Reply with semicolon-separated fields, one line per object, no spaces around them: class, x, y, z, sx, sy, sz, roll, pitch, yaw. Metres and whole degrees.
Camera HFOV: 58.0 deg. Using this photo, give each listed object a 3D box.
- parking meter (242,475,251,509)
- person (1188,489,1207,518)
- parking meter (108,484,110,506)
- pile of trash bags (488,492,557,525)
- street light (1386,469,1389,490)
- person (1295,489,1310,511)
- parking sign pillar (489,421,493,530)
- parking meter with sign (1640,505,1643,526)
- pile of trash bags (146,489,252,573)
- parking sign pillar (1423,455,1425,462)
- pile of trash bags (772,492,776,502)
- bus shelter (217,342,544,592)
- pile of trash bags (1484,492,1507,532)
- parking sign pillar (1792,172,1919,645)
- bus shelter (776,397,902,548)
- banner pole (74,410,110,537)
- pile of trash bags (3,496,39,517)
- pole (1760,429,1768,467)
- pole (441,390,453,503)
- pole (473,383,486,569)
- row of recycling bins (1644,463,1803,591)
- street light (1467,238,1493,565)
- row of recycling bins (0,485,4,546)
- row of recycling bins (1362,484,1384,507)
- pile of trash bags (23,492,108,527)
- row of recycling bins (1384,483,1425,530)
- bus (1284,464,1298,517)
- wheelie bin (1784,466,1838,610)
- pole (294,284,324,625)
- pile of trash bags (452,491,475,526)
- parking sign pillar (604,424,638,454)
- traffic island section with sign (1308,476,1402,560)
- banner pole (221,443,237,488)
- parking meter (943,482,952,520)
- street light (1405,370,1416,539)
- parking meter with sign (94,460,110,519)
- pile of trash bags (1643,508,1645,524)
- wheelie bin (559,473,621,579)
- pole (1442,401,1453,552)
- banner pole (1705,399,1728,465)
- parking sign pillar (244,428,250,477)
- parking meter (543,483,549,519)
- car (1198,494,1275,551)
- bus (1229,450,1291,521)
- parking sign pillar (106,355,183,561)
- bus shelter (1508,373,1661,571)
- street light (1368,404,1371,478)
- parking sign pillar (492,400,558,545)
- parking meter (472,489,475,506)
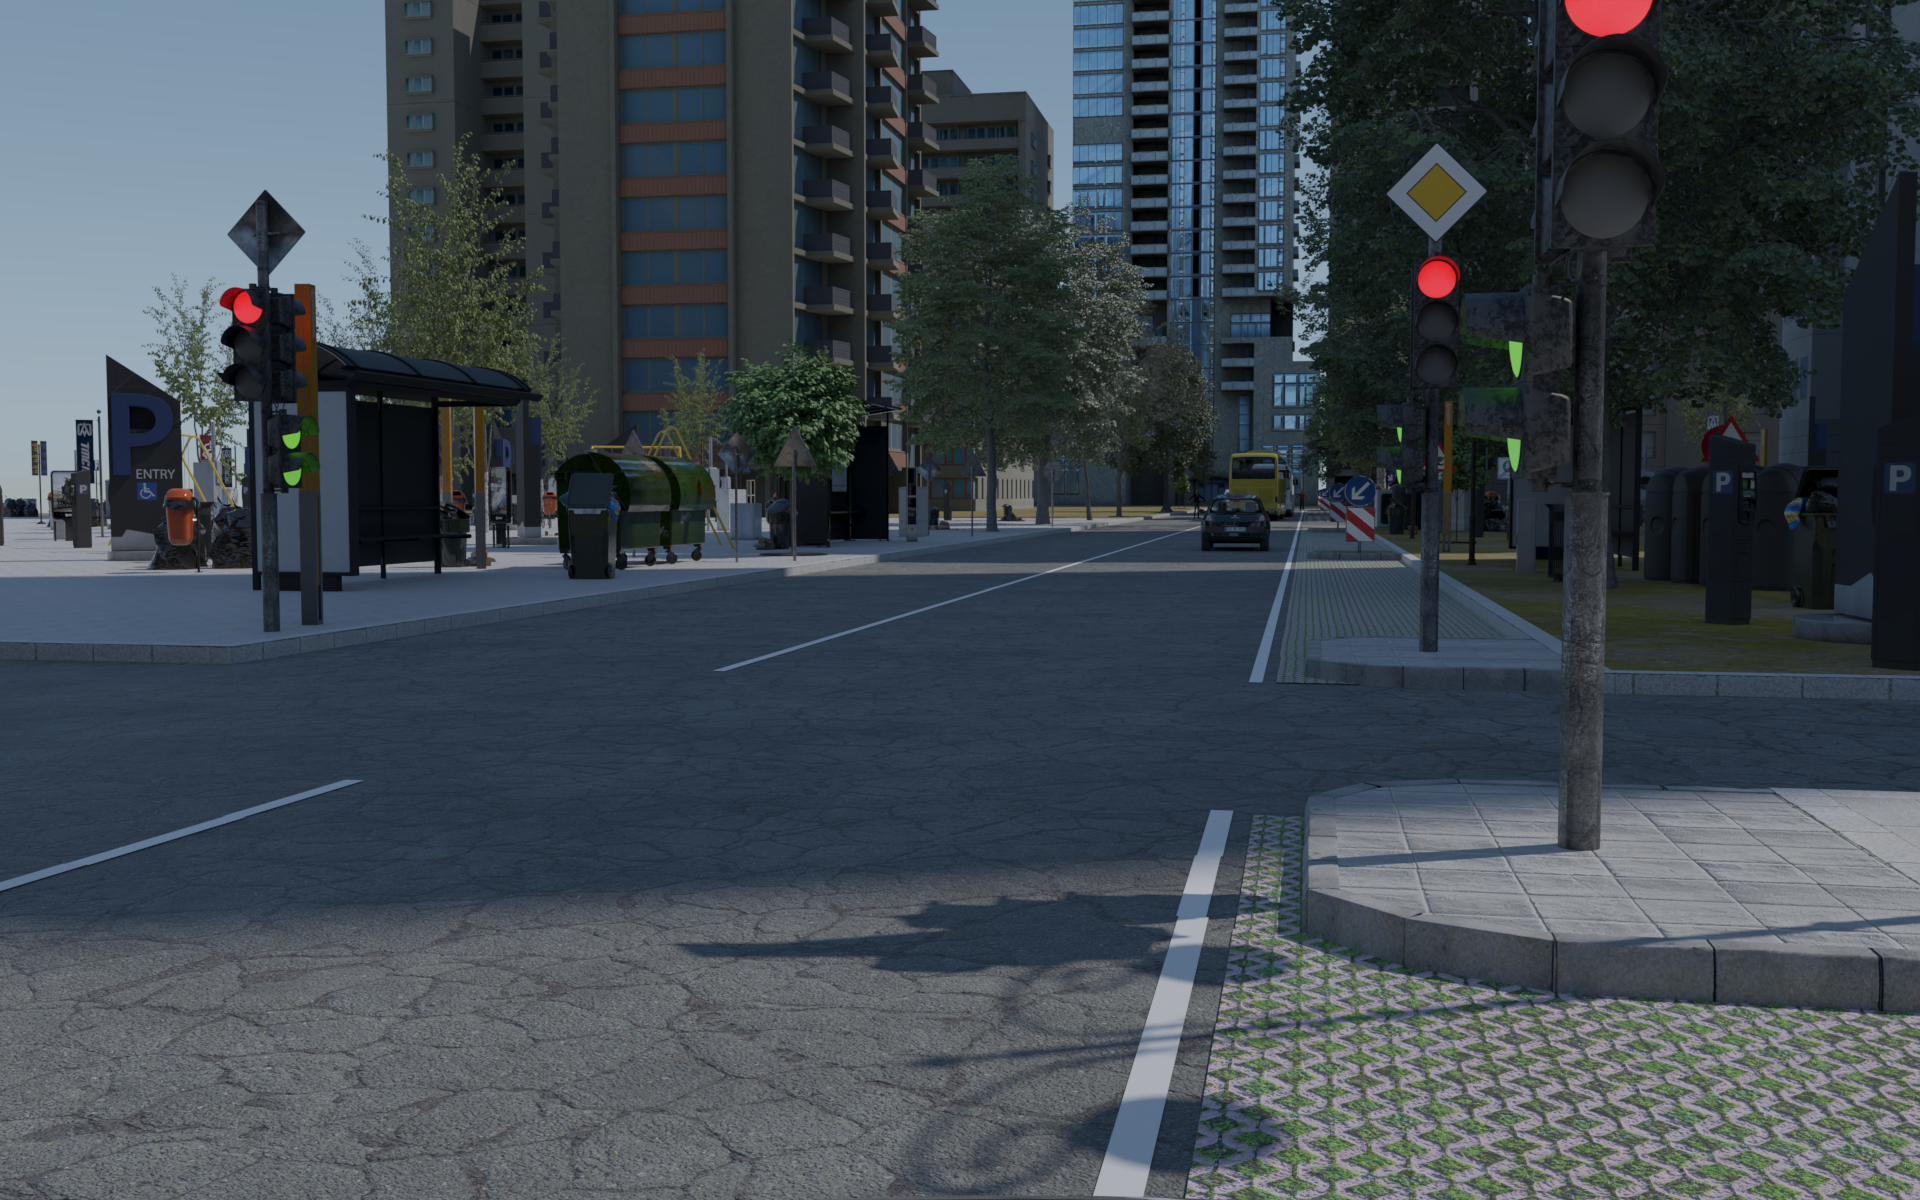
parking meter;-21.942;-2.920;53.459;0.399;1.863;0.255;2;4;29
person;14.001;-5.678;102.164;1.217;1.723;0.721;-1;4;-15
parking meter;-18.728;-2.011;38.597;0.399;1.863;0.255;0;4;-5
pile of trash bags;-18.147;-3.719;70.564;3.447;1.369;1.912;-2;4;-26
street light;16.842;-5.837;68.229;0.468;5.910;1.993;1;4;11
person;29.543;-8.634;149.628;1.348;1.831;0.705;1;4;10
parking sign pillar;-16.313;-4.469;61.545;1.447;3.967;1.447;0;4;1
parking meter with sign;26.631;-4.498;69.806;1.738;3.016;0.543;3;5;42
pile of trash bags;-12.977;-1.218;29.667;1.912;1.369;3.447;-1;4;-11
parking sign pillar;22.967;-5.925;85.339;1.447;3.967;1.447;1;4;15
pile of trash bags;-5.250;-3.312;63.910;3.447;1.369;1.912;1;4;9
bus shelter;-8.194;-1.917;25.262;2.014;3.302;5.546;1;4;11
pile of trash bags;18.800;-3.043;59.501;1.912;1.369;3.447;0;4;-7
parking sign pillar;8.161;-1.635;15.204;1.447;3.967;1.447;1;4;9
bus shelter;-3.025;-3.254;44.479;1.731;3.624;6.357;1;4;11
banner pole;-25.694;-3.746;51.266;0.863;3.779;0.401;-2;4;-25
pile of trash bags;-52.989;-5.259;95.739;1.912;1.369;3.447;3;5;43
pole;25.038;-3.680;54.008;0.158;3.312;0.155;0;3;0
pole;-9.680;-2.376;32.694;0.158;3.312;0.155;0;3;0
pole;-8.214;-2.187;29.604;0.158;3.312;0.155;0;3;0
row of recycling bins;10.809;-1.064;24.506;1.069;1.692;3.534;0;4;-6
street light;9.248;-3.568;31.120;0.468;5.910;1.993;1;4;11
row of recycling bins;-24.795;-2.247;43.849;1.069;1.692;3.534;-2;4;-29
row of recycling bins;18.687;-3.971;72.036;3.534;1.692;1.069;2;4;30
pile of trash bags;-34.400;-3.501;66.989;1.912;1.369;3.447;0;4;-7
row of recycling bins;16.781;-3.451;63.545;1.069;1.692;3.534;2;4;33
bus;20.284;-7.163;111.967;2.948;3.499;13.247;1;4;12
wheelie bin;9.785;-0.702;19.380;0.980;1.594;0.693;0;4;3
pole;-6.364;-1.412;16.925;0.158;3.312;0.155;0;3;0
pile of trash bags;-14.096;-2.053;43.324;3.447;1.369;1.912;-2;4;-24
parking sign pillar;-12.967;-4.769;66.440;1.447;3.967;1.447;0;4;-2
traffic island section with sign;8.703;-1.811;38.239;1.989;1.847;2.006;1;4;11
banner pole;-34.664;-5.646;82.330;0.863;3.779;0.401;-1;4;-11
parking meter;-0.605;-4.816;84.450;0.255;1.863;0.399;-3;5;-43
street light;13.024;-4.704;49.700;0.468;5.910;1.993;1;4;11
parking meter with sign;-43.497;-5.671;88.989;1.738;3.016;0.543;0;4;-6
pile of trash bags;29.698;-3.960;74.499;3.447;1.369;1.912;1;4;15
wheelie bin;-5.588;-1.123;26.262;0.980;1.594;0.693;0;4;4
pole;10.733;-2.708;38.112;0.158;3.312;0.155;0;3;0
banner pole;20.123;-3.428;46.066;0.401;3.779;0.863;-1;4;-23
parking sign pillar;-28.567;-5.037;70.828;1.447;3.967;1.447;0;4;8
parking meter;-21.247;-5.100;89.100;0.255;1.863;0.399;2;4;34
car;7.163;-2.149;44.917;2.009;1.686;4.222;1;4;10
bus;16.645;-6.393;96.073;2.896;3.916;12.252;1;4;13
parking sign pillar;-15.821;-2.763;33.649;1.447;3.967;1.447;-2;4;-25
bus shelter;11.052;-2.288;31.333;2.014;3.302;5.546;1;4;11
street light;20.525;-6.975;86.837;0.468;5.910;1.993;1;4;11
parking sign pillar;-10.971;-3.396;44.003;1.447;3.967;1.447;-1;4;-23
parking meter;-26.420;-5.270;94.580;0.372;1.533;0.369;0;3;0
